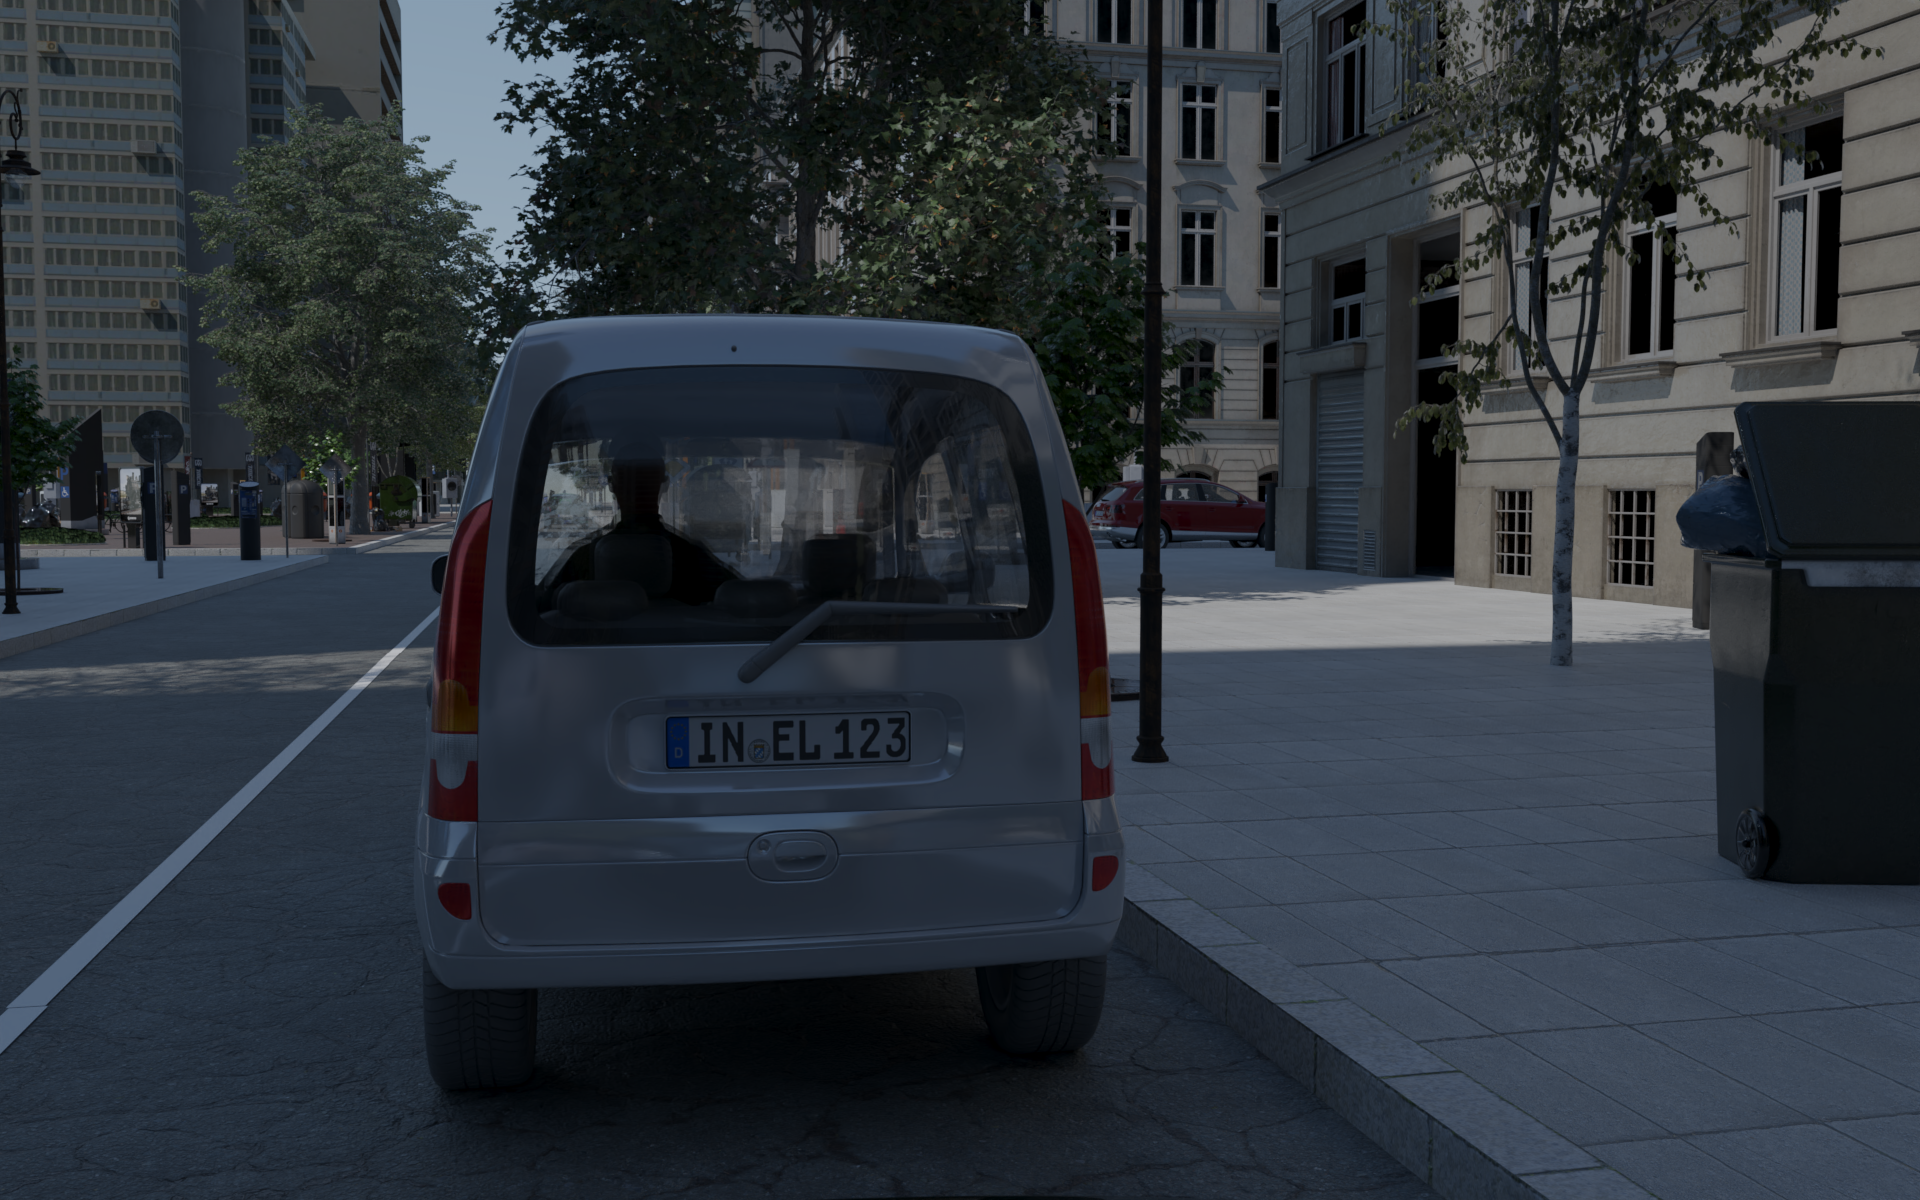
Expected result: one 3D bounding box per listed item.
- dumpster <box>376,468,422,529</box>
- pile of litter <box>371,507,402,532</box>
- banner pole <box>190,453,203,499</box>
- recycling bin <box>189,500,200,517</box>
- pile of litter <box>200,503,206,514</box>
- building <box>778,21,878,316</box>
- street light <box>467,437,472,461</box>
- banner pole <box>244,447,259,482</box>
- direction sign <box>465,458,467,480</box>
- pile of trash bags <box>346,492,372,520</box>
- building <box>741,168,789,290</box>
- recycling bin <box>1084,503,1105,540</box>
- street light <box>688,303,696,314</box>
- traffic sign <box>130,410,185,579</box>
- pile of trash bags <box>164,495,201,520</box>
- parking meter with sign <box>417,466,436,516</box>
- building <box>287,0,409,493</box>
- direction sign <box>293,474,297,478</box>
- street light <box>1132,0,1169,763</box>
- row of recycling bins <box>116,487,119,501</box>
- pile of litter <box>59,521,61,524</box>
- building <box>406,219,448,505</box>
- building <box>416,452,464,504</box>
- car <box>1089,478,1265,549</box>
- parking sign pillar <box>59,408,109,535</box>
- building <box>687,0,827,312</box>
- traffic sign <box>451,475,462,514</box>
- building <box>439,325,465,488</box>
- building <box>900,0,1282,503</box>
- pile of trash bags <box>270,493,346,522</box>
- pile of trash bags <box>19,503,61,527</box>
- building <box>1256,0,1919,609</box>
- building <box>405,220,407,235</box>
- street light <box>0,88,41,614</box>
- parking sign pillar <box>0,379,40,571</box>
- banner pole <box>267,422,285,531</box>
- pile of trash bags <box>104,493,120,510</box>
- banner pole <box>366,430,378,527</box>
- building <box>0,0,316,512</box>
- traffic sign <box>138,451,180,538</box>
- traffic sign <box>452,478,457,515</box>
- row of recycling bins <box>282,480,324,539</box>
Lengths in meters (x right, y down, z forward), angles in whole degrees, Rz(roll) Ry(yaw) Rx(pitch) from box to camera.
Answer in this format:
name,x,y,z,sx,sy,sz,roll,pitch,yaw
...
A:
name,x,y,z,sx,sy,sz,roll,pitch,yaw
dumpster,-21.034,-3.818,64.921,1.502,2.255,1.985,-1,4,-13
pile of litter,-19.839,-2.799,59.729,1.176,0.858,1.719,-2,4,-24
banner pole,-46.162,-7.012,104.660,0.863,3.779,0.401,-3,4,-36
recycling bin,-33.891,-3.888,76.126,0.722,1.027,0.722,-3,5,-41
pile of litter,-45.453,-5.474,103.461,1.176,0.858,1.719,2,4,24
building,-1.166,-17.562,84.396,12.463,27.353,25.104,-1,4,-13
street light,-33.158,-8.844,117.387,0.468,5.910,1.993,-1,4,-13
banner pole,-37.305,-6.206,91.477,0.863,3.779,0.401,-3,4,-36
direction sign,-30.192,-6.966,105.885,0.379,3.537,0.876,-1,4,-15
pile of trash bags,-30.951,-4.743,87.295,3.447,1.369,1.912,-3,4,-37
building,-7.010,-16.331,108.813,13.314,21.916,24.055,-1,4,-13
recycling bin,3.609,-2.208,48.660,0.722,1.027,0.722,-2,4,-31
street light,-5.607,-3.879,36.210,0.468,5.910,1.993,-1,4,-13
traffic sign,-12.154,-1.599,26.256,0.768,2.556,0.104,-1,4,-12
pile of trash bags,-38.094,-4.527,83.766,1.912,1.369,3.447,0,4,-2
parking meter with sign,-31.626,-6.501,102.545,0.543,3.016,1.738,0,4,6
building,-58.592,-31.903,145.310,21.300,48.544,21.600,-1,4,-13
direction sign,-33.446,-5.762,86.208,0.876,3.537,0.379,-3,5,-40
street light,0.916,-2.164,8.164,0.468,5.910,1.993,-1,4,-13
row of recycling bins,-48.348,-5.734,100.862,1.069,1.692,3.534,-1,4,-10
pile of litter,-37.265,-3.568,72.308,1.719,0.858,1.176,3,4,38
building,-79.853,-31.728,210.641,32.217,40.220,23.993,-1,4,-13
building,-83.256,-24.005,237.518,27.650,21.520,28.899,-1,4,-13
car,5.815,-2.072,42.557,5.304,1.827,2.281,-1,4,-15
parking sign pillar,-27.359,-4.004,53.938,1.447,3.967,1.447,1,4,21
building,-16.832,-28.514,149.790,14.154,41.232,14.086,-1,4,-13
traffic sign,-33.207,-6.973,114.115,0.768,2.556,0.104,-1,4,-11
building,-81.963,-29.887,260.348,14.160,30.474,14.107,-1,4,-13
building,15.429,-15.026,64.752,34.723,24.649,14.460,-1,4,-13
pile of trash bags,-30.655,-4.340,80.714,3.447,1.369,1.912,2,4,32
pile of trash bags,-32.318,-3.000,58.804,3.447,1.369,1.912,0,4,7
building,15.829,-11.276,17.644,16.112,22.955,30.059,-1,4,-13
building,-60.011,-23.983,163.823,14.160,30.474,14.107,-1,4,-13
street light,-10.172,-2.789,18.393,0.468,5.910,1.993,-1,4,-13
parking sign pillar,-16.522,-2.506,29.442,1.447,3.967,1.447,3,4,39
banner pole,-23.546,-4.269,59.820,0.401,3.779,0.863,3,5,40
pile of trash bags,-46.111,-5.261,95.763,3.447,1.369,1.912,0,4,3
banner pole,-22.859,-4.725,67.275,0.401,3.779,0.863,1,4,15
building,-59.665,-26.305,121.966,32.217,40.220,23.993,-1,4,-13
traffic sign,-13.738,-1.810,29.693,0.768,2.556,0.104,0,4,-6
traffic sign,-31.496,-6.437,107.370,0.606,2.300,0.079,-1,4,-13
row of recycling bins,-19.385,-2.679,50.921,1.069,1.692,3.534,-2,4,-26
